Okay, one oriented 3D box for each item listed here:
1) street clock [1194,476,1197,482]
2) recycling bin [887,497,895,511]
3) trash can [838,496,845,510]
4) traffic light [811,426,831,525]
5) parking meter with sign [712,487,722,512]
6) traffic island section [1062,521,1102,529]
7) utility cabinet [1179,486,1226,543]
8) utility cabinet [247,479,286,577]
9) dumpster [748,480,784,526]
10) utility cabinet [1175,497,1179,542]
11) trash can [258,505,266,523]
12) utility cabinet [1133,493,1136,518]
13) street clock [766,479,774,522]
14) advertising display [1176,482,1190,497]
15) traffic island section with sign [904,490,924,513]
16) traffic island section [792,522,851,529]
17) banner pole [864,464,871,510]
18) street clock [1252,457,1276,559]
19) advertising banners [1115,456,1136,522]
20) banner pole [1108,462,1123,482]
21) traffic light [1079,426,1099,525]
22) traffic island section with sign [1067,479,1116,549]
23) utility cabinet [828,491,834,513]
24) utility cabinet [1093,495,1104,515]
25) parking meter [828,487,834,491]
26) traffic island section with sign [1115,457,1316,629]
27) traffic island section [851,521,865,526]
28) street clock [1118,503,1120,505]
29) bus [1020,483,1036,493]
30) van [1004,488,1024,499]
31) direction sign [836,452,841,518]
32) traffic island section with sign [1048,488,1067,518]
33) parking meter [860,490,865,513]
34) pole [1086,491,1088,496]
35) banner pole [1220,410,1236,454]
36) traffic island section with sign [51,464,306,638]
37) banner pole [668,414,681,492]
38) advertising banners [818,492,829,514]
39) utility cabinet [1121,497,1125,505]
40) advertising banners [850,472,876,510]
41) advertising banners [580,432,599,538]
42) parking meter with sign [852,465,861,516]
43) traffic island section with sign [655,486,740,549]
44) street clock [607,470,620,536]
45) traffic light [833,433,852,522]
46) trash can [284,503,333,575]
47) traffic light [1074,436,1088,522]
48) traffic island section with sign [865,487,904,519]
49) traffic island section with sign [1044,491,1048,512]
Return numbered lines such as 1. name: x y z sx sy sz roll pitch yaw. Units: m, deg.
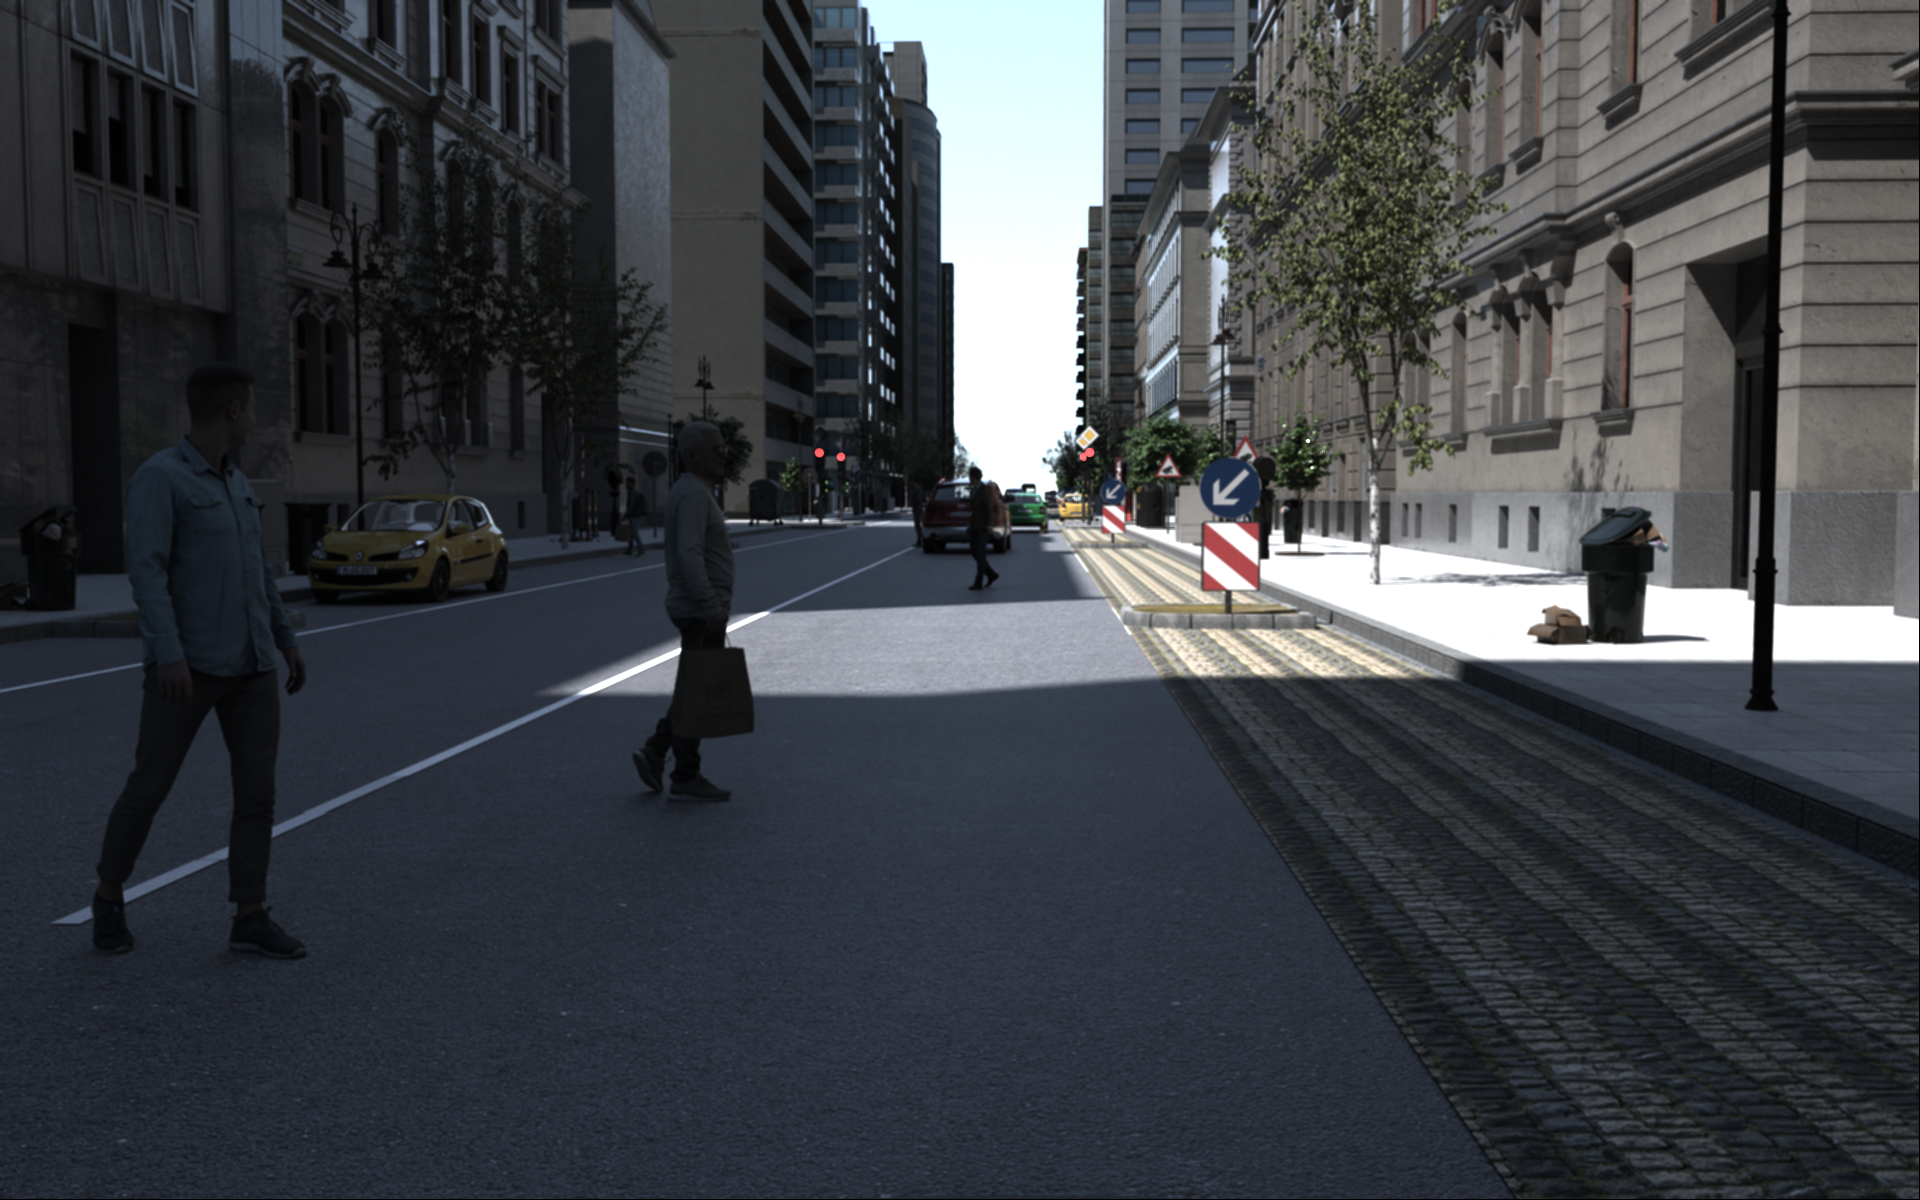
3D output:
1. street clock: 7.824 -3.143 55.962 0.471 2.002 0.358 -2 4 -26
2. recycling bin: -5.350 -7.267 131.364 0.722 1.027 0.722 1 4 9
3. trash can: -9.685 -7.955 141.715 0.748 1.137 0.748 0 3 0
4. traffic light: -5.755 -5.057 71.598 0.839 4.253 0.868 0 4 2
5. parking meter with sign: -10.235 -4.466 69.281 0.543 3.016 1.738 3 5 44
6. traffic island section: 5.675 -3.483 79.236 2.009 0.180 2.903 0 4 2
7. utility cabinet: 6.318 -2.230 45.146 1.173 1.500 0.318 0 4 1
8. utility cabinet: -10.720 -1.054 25.919 0.318 1.500 1.173 3 4 38
9. dumpster: -7.801 -3.903 69.565 1.264 1.857 1.865 0 4 2
10. utility cabinet: 5.946 -2.170 46.637 0.306 1.237 1.020 0 4 4
11. trash can: -9.669 -0.704 23.171 0.748 1.137 0.748 0 3 0
12. utility cabinet: 9.207 -5.059 91.400 0.318 1.500 1.173 -1 4 -15
13. street clock: -8.871 -4.661 80.782 0.358 2.002 0.471 -3 5 -44
14. advertising display: 11.756 -5.268 91.346 0.974 1.923 0.123 -3 5 -40
15. traffic island section with sign: -3.347 -7.395 129.528 1.989 1.847 2.006 0 4 2
16. traffic island section: -5.795 -3.025 71.734 2.009 0.180 2.903 0 4 2
17. banner pole: -7.693 -9.362 143.085 0.863 3.779 0.401 2 4 29
18. street clock: 5.963 -1.805 34.083 0.471 2.002 0.358 -3 4 -37
19. advertising banners: 7.832 -5.123 79.941 0.090 3.025 2.074 -3 4 -37
20. banner pole: 11.009 -8.203 124.136 0.863 3.779 0.401 1 4 12
21. traffic light: 5.297 -5.029 71.145 0.839 4.253 0.868 0 4 2
22. traffic island section with sign: 3.940 -2.293 46.117 1.989 1.847 2.006 0 4 2
23. utility cabinet: -8.662 -6.568 116.070 0.318 1.500 1.173 0 4 2
24. utility cabinet: 8.629 -5.841 106.663 0.306 1.237 1.020 0 4 -7
25. parking meter: -9.684 -7.617 130.252 0.255 1.863 0.399 2 4 34
26. traffic island section with sign: 2.797 -0.646 19.186 1.989 1.847 2.006 0 4 2
27. traffic island section: -5.456 -3.513 79.712 2.009 0.180 2.903 0 4 2
28. street clock: 12.601 -8.122 137.364 0.471 2.002 0.358 -3 5 -42
29. bus: 11.848 -18.885 303.621 2.948 3.499 13.247 0 4 0
30. van: 3.897 -7.177 124.360 2.013 2.044 4.112 0 4 1
31. direction sign: -6.503 -6.219 93.673 0.379 3.537 0.876 0 4 7
32. traffic island section with sign: 6.321 -5.713 102.034 1.989 1.847 2.006 0 4 2
33. parking meter: -6.578 -6.609 116.467 0.372 1.533 0.369 0 3 0
34. pole: 10.311 -8.976 140.605 0.158 3.312 0.155 0 3 0
35. banner pole: 7.943 -3.766 51.590 0.863 3.779 0.401 -3 5 -40
36. traffic island section with sign: -8.071 -0.587 18.219 1.989 1.847 2.006 0 4 2
37. banner pole: -8.918 -3.917 54.054 0.401 3.779 0.863 -3 5 -42
38. advertising banners: -9.455 -7.046 111.391 2.074 3.025 0.090 -1 4 -17
39. utility cabinet: 9.007 -5.110 94.714 0.306 1.237 1.020 0 4 -1
40. advertising banners: -7.837 -8.778 139.704 2.074 3.025 0.090 0 4 7
41. advertising banners: -10.604 -3.262 49.518 0.090 3.025 2.074 0 4 1
42. parking meter with sign: -6.182 -6.592 104.047 0.543 3.016 1.738 0 3 0
43. traffic island section with sign: -6.894 -2.273 45.791 1.989 1.847 2.006 0 4 2
44. street clock: -10.496 -2.941 52.657 0.358 2.002 0.471 -3 5 -40
45. traffic light: -5.416 -5.545 79.575 0.839 4.253 0.868 0 4 2
46. trash can: -10.381 -0.975 27.602 0.748 1.137 0.748 0 3 0
47. traffic light: 5.636 -5.517 79.123 0.839 4.253 0.868 0 4 2
48. traffic island section with sign: -4.515 -5.701 101.843 1.989 1.847 2.006 0 4 2
49. traffic island section with sign: 7.461 -7.360 128.965 1.989 1.847 2.006 0 4 2
